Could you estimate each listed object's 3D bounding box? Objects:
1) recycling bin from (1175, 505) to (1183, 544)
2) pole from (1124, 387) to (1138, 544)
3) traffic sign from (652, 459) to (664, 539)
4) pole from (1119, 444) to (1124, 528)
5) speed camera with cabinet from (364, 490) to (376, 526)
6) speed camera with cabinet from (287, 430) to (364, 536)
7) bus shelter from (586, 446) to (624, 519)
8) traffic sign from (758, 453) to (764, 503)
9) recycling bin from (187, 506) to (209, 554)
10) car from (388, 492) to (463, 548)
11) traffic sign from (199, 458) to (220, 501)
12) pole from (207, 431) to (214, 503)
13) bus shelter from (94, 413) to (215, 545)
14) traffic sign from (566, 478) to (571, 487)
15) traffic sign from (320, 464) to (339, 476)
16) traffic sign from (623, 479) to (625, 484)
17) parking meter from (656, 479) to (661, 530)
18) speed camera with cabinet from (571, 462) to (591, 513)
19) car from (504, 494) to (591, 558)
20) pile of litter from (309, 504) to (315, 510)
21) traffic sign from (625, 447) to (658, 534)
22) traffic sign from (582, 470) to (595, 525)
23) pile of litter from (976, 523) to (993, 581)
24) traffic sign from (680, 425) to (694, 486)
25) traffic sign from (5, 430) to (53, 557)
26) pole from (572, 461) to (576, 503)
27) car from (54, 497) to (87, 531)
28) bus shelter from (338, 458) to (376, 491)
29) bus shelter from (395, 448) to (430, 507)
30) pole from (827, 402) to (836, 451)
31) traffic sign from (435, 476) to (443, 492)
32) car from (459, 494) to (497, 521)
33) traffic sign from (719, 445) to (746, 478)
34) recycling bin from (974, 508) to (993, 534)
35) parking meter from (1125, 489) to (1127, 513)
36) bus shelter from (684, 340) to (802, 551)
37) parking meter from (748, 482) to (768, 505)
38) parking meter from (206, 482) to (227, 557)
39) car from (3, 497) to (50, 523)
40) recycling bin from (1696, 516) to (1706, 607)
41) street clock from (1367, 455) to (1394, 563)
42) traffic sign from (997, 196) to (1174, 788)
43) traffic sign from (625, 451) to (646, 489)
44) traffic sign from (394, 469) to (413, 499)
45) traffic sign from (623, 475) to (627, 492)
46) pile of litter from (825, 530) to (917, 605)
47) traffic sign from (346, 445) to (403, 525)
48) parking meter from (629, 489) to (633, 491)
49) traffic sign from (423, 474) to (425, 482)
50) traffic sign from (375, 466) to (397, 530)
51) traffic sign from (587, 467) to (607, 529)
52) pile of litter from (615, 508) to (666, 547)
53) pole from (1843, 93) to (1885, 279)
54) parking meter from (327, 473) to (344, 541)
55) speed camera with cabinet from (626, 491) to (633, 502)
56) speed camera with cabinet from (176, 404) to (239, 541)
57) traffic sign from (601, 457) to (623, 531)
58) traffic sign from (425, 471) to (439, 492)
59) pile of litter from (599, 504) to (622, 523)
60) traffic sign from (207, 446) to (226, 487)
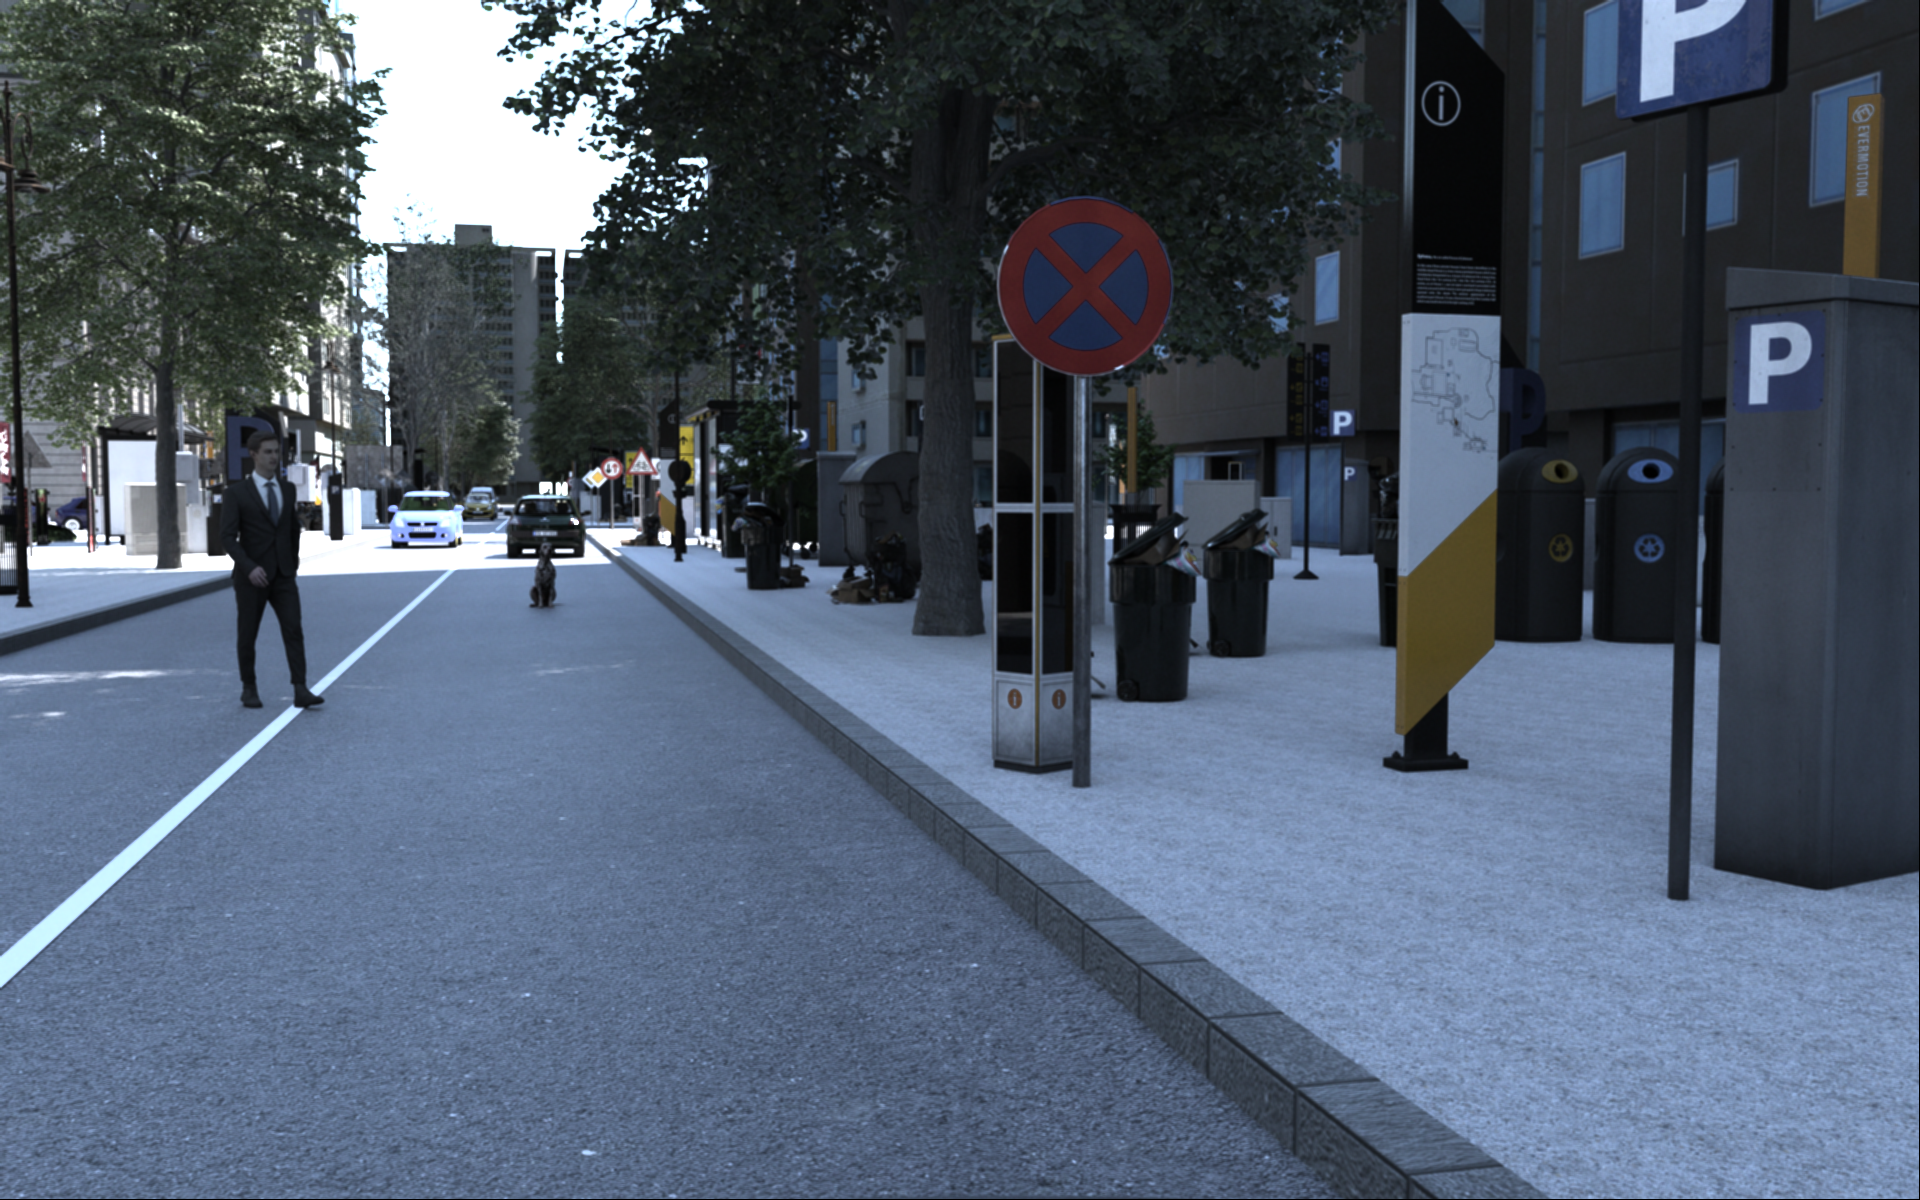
[{"bbox_3d":[5.324,-1.666,39.800,0.722,1.027,0.722,0,4,5],"label":"recycling bin"},{"bbox_3d":[3.295,-2.404,33.153,0.158,3.312,0.155,0,3,0],"label":"pole"},{"bbox_3d":[-8.460,-2.881,49.230,0.606,2.300,0.079,-1,4,-12],"label":"traffic sign"},{"bbox_3d":[6.091,-4.356,65.059,0.158,3.312,0.155,0,3,0],"label":"pole"},{"bbox_3d":[-24.479,-4.586,69.315,2.038,3.252,0.660,-3,5,-44],"label":"speed camera with cabinet"},{"bbox_3d":[-19.601,-3.611,53.374,2.038,3.252,0.660,0,4,1],"label":"speed camera with cabinet"},{"bbox_3d":[-17.824,-5.855,87.006,1.731,3.624,6.357,-1,4,-14],"label":"bus shelter"},{"bbox_3d":[-3.619,-1.947,31.939,0.768,2.556,0.104,0,4,-5],"label":"traffic sign"},{"bbox_3d":[-16.450,-1.517,37.351,0.722,1.027,0.722,3,5,39],"label":"recycling bin"},{"bbox_3d":[-14.479,-2.293,47.075,1.945,1.707,3.694,-1,4,-13],"label":"car"},{"bbox_3d":[-21.370,-2.886,49.319,0.606,2.300,0.079,-1,4,-11],"label":"traffic sign"},{"bbox_3d":[-24.399,-3.827,56.414,0.158,3.312,0.155,0,3,0],"label":"pole"},{"bbox_3d":[-21.276,-3.179,45.896,2.014,3.302,5.546,-1,4,-14],"label":"bus shelter"},{"bbox_3d":[-29.319,-7.994,130.808,0.768,2.556,0.104,0,4,-4],"label":"traffic sign"},{"bbox_3d":[-26.325,-4.418,72.335,0.768,2.556,0.104,-1,4,-11],"label":"traffic sign"},{"bbox_3d":[-22.903,-7.014,116.801,0.606,2.300,0.079,0,4,-5],"label":"traffic sign"},{"bbox_3d":[-10.928,-3.471,62.465,0.255,1.863,0.399,2,4,30],"label":"parking meter"},{"bbox_3d":[-21.710,-6.457,99.906,0.660,3.252,2.038,-3,4,-39],"label":"speed camera with cabinet"},{"bbox_3d":[-9.606,-1.866,40.300,2.009,1.686,4.222,-1,4,-12],"label":"car"},{"bbox_3d":[-29.845,-4.084,80.735,1.176,0.858,1.719,-2,4,-32],"label":"pile of litter"},{"bbox_3d":[-8.724,-2.905,47.505,0.884,2.594,0.081,0,4,-4],"label":"traffic sign"},{"bbox_3d":[-15.151,-4.133,71.214,0.795,2.450,0.064,-1,4,-14],"label":"traffic sign"},{"bbox_3d":[0.244,-0.738,26.030,1.719,0.858,1.176,-1,4,-20],"label":"pile of litter"},{"bbox_3d":[-7.276,-3.501,51.109,2.265,3.308,0.079,0,4,-7],"label":"traffic sign"},{"bbox_3d":[-18.939,-2.156,35.249,0.884,2.594,0.081,-1,4,-10],"label":"traffic sign"},{"bbox_3d":[-23.724,-6.886,106.425,0.158,3.312,0.155,0,3,0],"label":"pole"},{"bbox_3d":[-30.444,-3.059,62.601,3.894,1.354,1.945,-1,4,-12],"label":"car"},{"bbox_3d":[-31.725,-6.013,92.233,2.014,3.302,5.546,-1,4,-14],"label":"bus shelter"},{"bbox_3d":[-28.791,-6.074,90.592,1.731,3.624,6.357,-1,4,-14],"label":"bus shelter"},{"bbox_3d":[-2.836,-2.722,38.340,0.158,3.312,0.155,0,3,0],"label":"pole"},{"bbox_3d":[-36.945,-7.496,122.667,0.768,2.556,0.104,0,4,-7],"label":"traffic sign"},{"bbox_3d":[-26.397,-5.176,94.853,2.015,1.641,3.980,-1,4,-15],"label":"car"},{"bbox_3d":[-4.658,-2.052,35.675,0.606,2.300,0.079,0,4,-4],"label":"traffic sign"},{"bbox_3d":[0.438,-1.181,31.856,0.722,1.027,0.722,0,4,3],"label":"recycling bin"},{"bbox_3d":[7.573,-4.404,77.711,0.255,1.863,0.399,-3,4,-37],"label":"parking meter"},{"bbox_3d":[-5.587,-3.987,42.823,2.179,5.291,8.768,-1,4,-14],"label":"bus shelter"},{"bbox_3d":[-3.870,-1.515,33.174,0.372,1.533,0.369,0,3,0],"label":"parking meter"},{"bbox_3d":[-15.322,-1.668,35.683,0.372,1.533,0.369,0,3,0],"label":"parking meter"},{"bbox_3d":[-35.001,-3.040,62.283,3.894,1.354,1.945,-1,4,-16],"label":"car"},{"bbox_3d":[8.309,-0.457,20.033,0.722,1.027,0.722,1,4,10],"label":"recycling bin"},{"bbox_3d":[7.829,-1.695,32.282,0.471,2.002,0.358,1,4,11],"label":"street clock"},{"bbox_3d":[0.534,-0.454,7.522,0.768,2.556,0.104,0,4,-6],"label":"traffic sign"},{"bbox_3d":[-14.779,-5.416,82.427,2.265,3.308,0.079,-1,4,-9],"label":"traffic sign"},{"bbox_3d":[-22.339,-4.027,69.487,0.795,2.450,0.064,-1,4,-14],"label":"traffic sign"},{"bbox_3d":[-22.652,-7.179,117.480,0.768,2.556,0.104,0,4,-5],"label":"traffic sign"},{"bbox_3d":[-1.103,-0.421,20.842,1.176,0.858,1.719,2,4,26],"label":"pile of litter"},{"bbox_3d":[-24.347,-4.784,72.091,2.265,3.308,0.079,-1,4,-9],"label":"traffic sign"},{"bbox_3d":[-27.181,-8.399,143.027,0.255,1.863,0.399,0,4,6],"label":"parking meter"},{"bbox_3d":[-31.356,-6.128,100.291,0.768,2.556,0.104,-1,4,-12],"label":"traffic sign"},{"bbox_3d":[-20.445,-3.553,61.729,0.795,2.450,0.064,-1,4,-14],"label":"traffic sign"},{"bbox_3d":[-13.256,-3.658,63.456,0.795,2.450,0.064,-1,4,-14],"label":"traffic sign"},{"bbox_3d":[-7.896,-1.778,43.033,1.176,0.858,1.719,-1,4,-10],"label":"pile of litter"},{"bbox_3d":[4.655,-0.927,8.993,0.158,3.312,0.155,0,3,0],"label":"pole"},{"bbox_3d":[-17.125,-2.554,47.467,0.399,1.863,0.255,-1,4,-20],"label":"parking meter"},{"bbox_3d":[-18.890,-6.542,101.291,0.660,3.252,2.038,-2,4,-32],"label":"speed camera with cabinet"},{"bbox_3d":[-16.732,-2.713,38.697,2.038,3.252,0.660,-3,5,-43],"label":"speed camera with cabinet"},{"bbox_3d":[-12.097,-3.678,60.245,0.768,2.556,0.104,0,4,-7],"label":"traffic sign"},{"bbox_3d":[-28.990,-5.814,95.164,0.768,2.556,0.104,-1,4,-8],"label":"traffic sign"},{"bbox_3d":[-15.531,-3.929,78.198,1.719,0.858,1.176,1,4,9],"label":"pile of litter"},{"bbox_3d":[-19.924,-2.871,46.938,0.884,2.594,0.081,0,4,-8],"label":"traffic sign"}]
